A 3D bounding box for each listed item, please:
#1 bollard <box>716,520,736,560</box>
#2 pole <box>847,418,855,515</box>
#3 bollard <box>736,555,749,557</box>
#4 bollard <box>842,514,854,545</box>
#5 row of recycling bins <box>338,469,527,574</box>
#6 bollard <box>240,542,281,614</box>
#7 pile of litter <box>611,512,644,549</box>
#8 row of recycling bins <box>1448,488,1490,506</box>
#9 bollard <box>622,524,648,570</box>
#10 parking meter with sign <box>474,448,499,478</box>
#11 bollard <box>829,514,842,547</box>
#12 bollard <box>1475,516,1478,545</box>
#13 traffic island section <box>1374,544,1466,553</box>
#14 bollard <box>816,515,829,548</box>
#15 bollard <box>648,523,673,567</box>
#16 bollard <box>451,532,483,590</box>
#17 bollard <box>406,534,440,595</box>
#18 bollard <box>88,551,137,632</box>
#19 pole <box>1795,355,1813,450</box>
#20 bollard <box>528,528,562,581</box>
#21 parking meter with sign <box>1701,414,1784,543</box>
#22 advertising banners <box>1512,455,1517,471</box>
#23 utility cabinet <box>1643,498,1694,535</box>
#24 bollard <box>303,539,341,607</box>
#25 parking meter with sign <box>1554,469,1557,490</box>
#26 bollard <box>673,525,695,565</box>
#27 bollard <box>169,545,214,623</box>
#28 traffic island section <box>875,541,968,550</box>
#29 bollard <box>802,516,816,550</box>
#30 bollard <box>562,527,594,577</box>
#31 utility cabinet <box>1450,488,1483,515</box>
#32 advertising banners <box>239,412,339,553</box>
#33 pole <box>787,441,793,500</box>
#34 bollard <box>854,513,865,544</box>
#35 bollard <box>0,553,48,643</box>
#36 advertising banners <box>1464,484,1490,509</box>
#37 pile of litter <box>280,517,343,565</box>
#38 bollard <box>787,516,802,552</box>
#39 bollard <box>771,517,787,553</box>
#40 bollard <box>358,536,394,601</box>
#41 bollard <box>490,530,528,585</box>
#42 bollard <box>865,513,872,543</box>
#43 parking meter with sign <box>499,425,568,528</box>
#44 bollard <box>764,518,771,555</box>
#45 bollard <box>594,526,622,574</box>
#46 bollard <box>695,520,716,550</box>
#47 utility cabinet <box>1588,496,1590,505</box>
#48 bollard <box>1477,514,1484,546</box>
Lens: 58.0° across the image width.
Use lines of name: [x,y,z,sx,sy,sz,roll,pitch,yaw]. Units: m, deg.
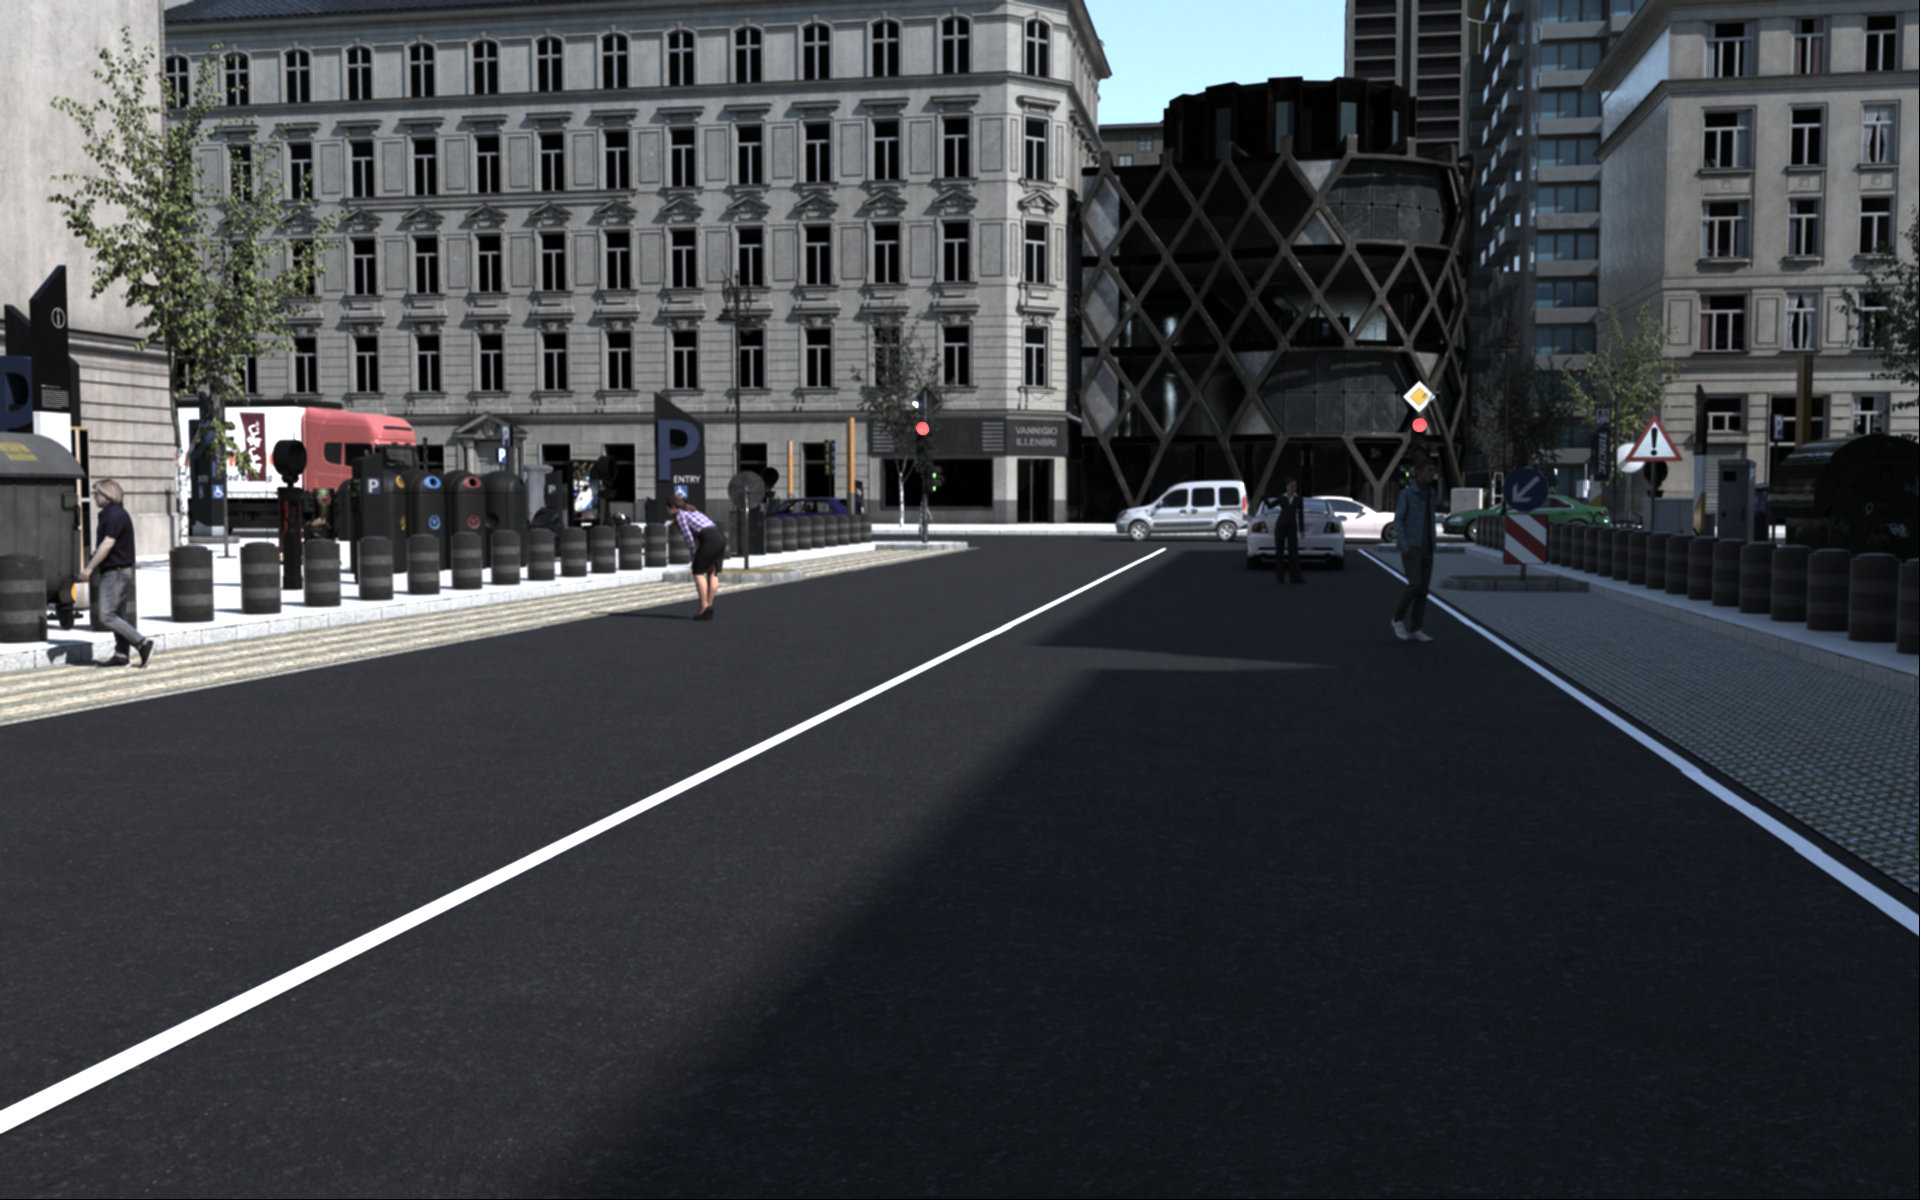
bollard: [-4.711,-1.181,34.021,0.404,0.777,0.398,0,3,0]
pole: [-2.919,-3.207,46.272,0.158,3.312,0.155,0,3,0]
bollard: [-4.494,-1.253,35.204,0.404,0.777,0.398,0,3,0]
bollard: [-2.979,-1.761,43.501,0.404,0.777,0.398,0,3,0]
row of recycling bins: [-8.787,-1.353,29.232,1.069,1.692,3.534,2,4,31]
bollard: [-7.520,-0.239,18.620,0.404,0.777,0.398,0,3,0]
pile of litter: [-7.908,-1.658,41.066,1.719,0.858,1.176,3,5,39]
row of recycling bins: [35.915,-7.045,122.303,3.534,1.692,1.069,-2,4,-26]
bollard: [-5.576,-0.891,29.278,0.404,0.777,0.398,0,3,0]
parking meter with sign: [-18.123,-4.251,65.759,1.738,3.016,0.543,1,4,18]
bollard: [-3.198,-1.687,42.307,0.404,0.777,0.398,0,3,0]
bollard: [13.192,-1.767,43.611,0.404,0.777,0.398,0,3,0]
traffic island section: [11.401,-1.277,43.155,2.009,0.180,2.903,1,4,10]
bollard: [-3.415,-1.615,41.116,0.404,0.777,0.398,0,3,0]
bollard: [-5.356,-0.963,30.462,0.404,0.777,0.398,0,3,0]
bollard: [-6.654,-0.529,23.362,0.404,0.777,0.398,0,3,0]
bollard: [-6.873,-0.456,22.180,0.404,0.777,0.398,0,3,0]
bollard: [-7.954,-0.094,16.256,0.404,0.777,0.398,0,3,0]
pole: [12.404,-1.937,25.511,0.158,3.312,0.155,0,3,0]
bollard: [-6.225,-0.673,25.728,0.404,0.777,0.398,0,3,0]
parking meter with sign: [17.259,-2.583,38.497,0.543,3.016,1.738,-3,5,-44]
advertising banners: [24.791,-4.925,76.716,0.090,3.025,2.074,0,4,0]
utility cabinet: [12.716,-1.219,31.097,1.020,1.237,0.306,-2,4,-29]
bollard: [-7.300,-0.312,19.812,0.404,0.777,0.398,0,3,0]
parking meter with sign: [40.352,-7.559,119.857,1.738,3.016,0.543,3,5,43]
bollard: [-5.140,-1.036,31.650,0.404,0.777,0.398,0,3,0]
bollard: [-7.736,-0.166,17.438,0.404,0.777,0.398,0,3,0]
traffic island section: [-0.936,-1.414,45.403,2.009,0.180,2.903,1,4,10]
bollard: [-3.630,-1.542,39.933,0.404,0.777,0.398,0,3,0]
bollard: [-6.004,-0.746,26.913,0.404,0.777,0.398,0,3,0]
utility cabinet: [19.591,-3.568,67.016,1.173,1.500,0.318,3,5,41]
advertising banners: [-14.590,-2.541,37.733,2.074,3.025,0.090,-3,5,-40]
pole: [-6.493,-4.426,66.216,0.158,3.312,0.155,0,3,0]
bollard: [-2.761,-1.833,44.691,0.404,0.777,0.398,0,3,0]
bollard: [-8.168,-0.021,15.058,0.404,0.777,0.398,0,3,0]
advertising banners: [32.455,-6.933,109.537,2.074,3.025,0.090,1,4,12]
pile of litter: [-11.990,-1.084,31.687,1.176,0.858,1.719,-3,4,-38]
bollard: [-3.843,-1.470,38.751,0.404,0.777,0.398,0,3,0]
bollard: [-4.059,-1.398,37.568,0.404,0.777,0.398,0,3,0]
bollard: [-7.086,-0.384,20.997,0.404,0.777,0.398,0,3,0]
bollard: [-6.443,-0.601,24.545,0.404,0.777,0.398,0,3,0]
bollard: [-2.543,-1.906,45.874,0.404,0.777,0.398,0,3,0]
parking meter with sign: [-10.835,-2.953,44.535,1.738,3.016,0.543,-3,4,-37]
bollard: [-4.279,-1.325,36.387,0.404,0.777,0.398,0,3,0]
bollard: [-5.787,-0.818,28.095,0.404,0.777,0.398,0,3,0]
bollard: [-4.926,-1.108,32.833,0.404,0.777,0.398,0,3,0]
utility cabinet: [33.632,-4.930,91.773,0.306,1.237,1.020,0,4,-6]
bollard: [12.973,-1.694,42.419,0.404,0.777,0.398,0,3,0]
